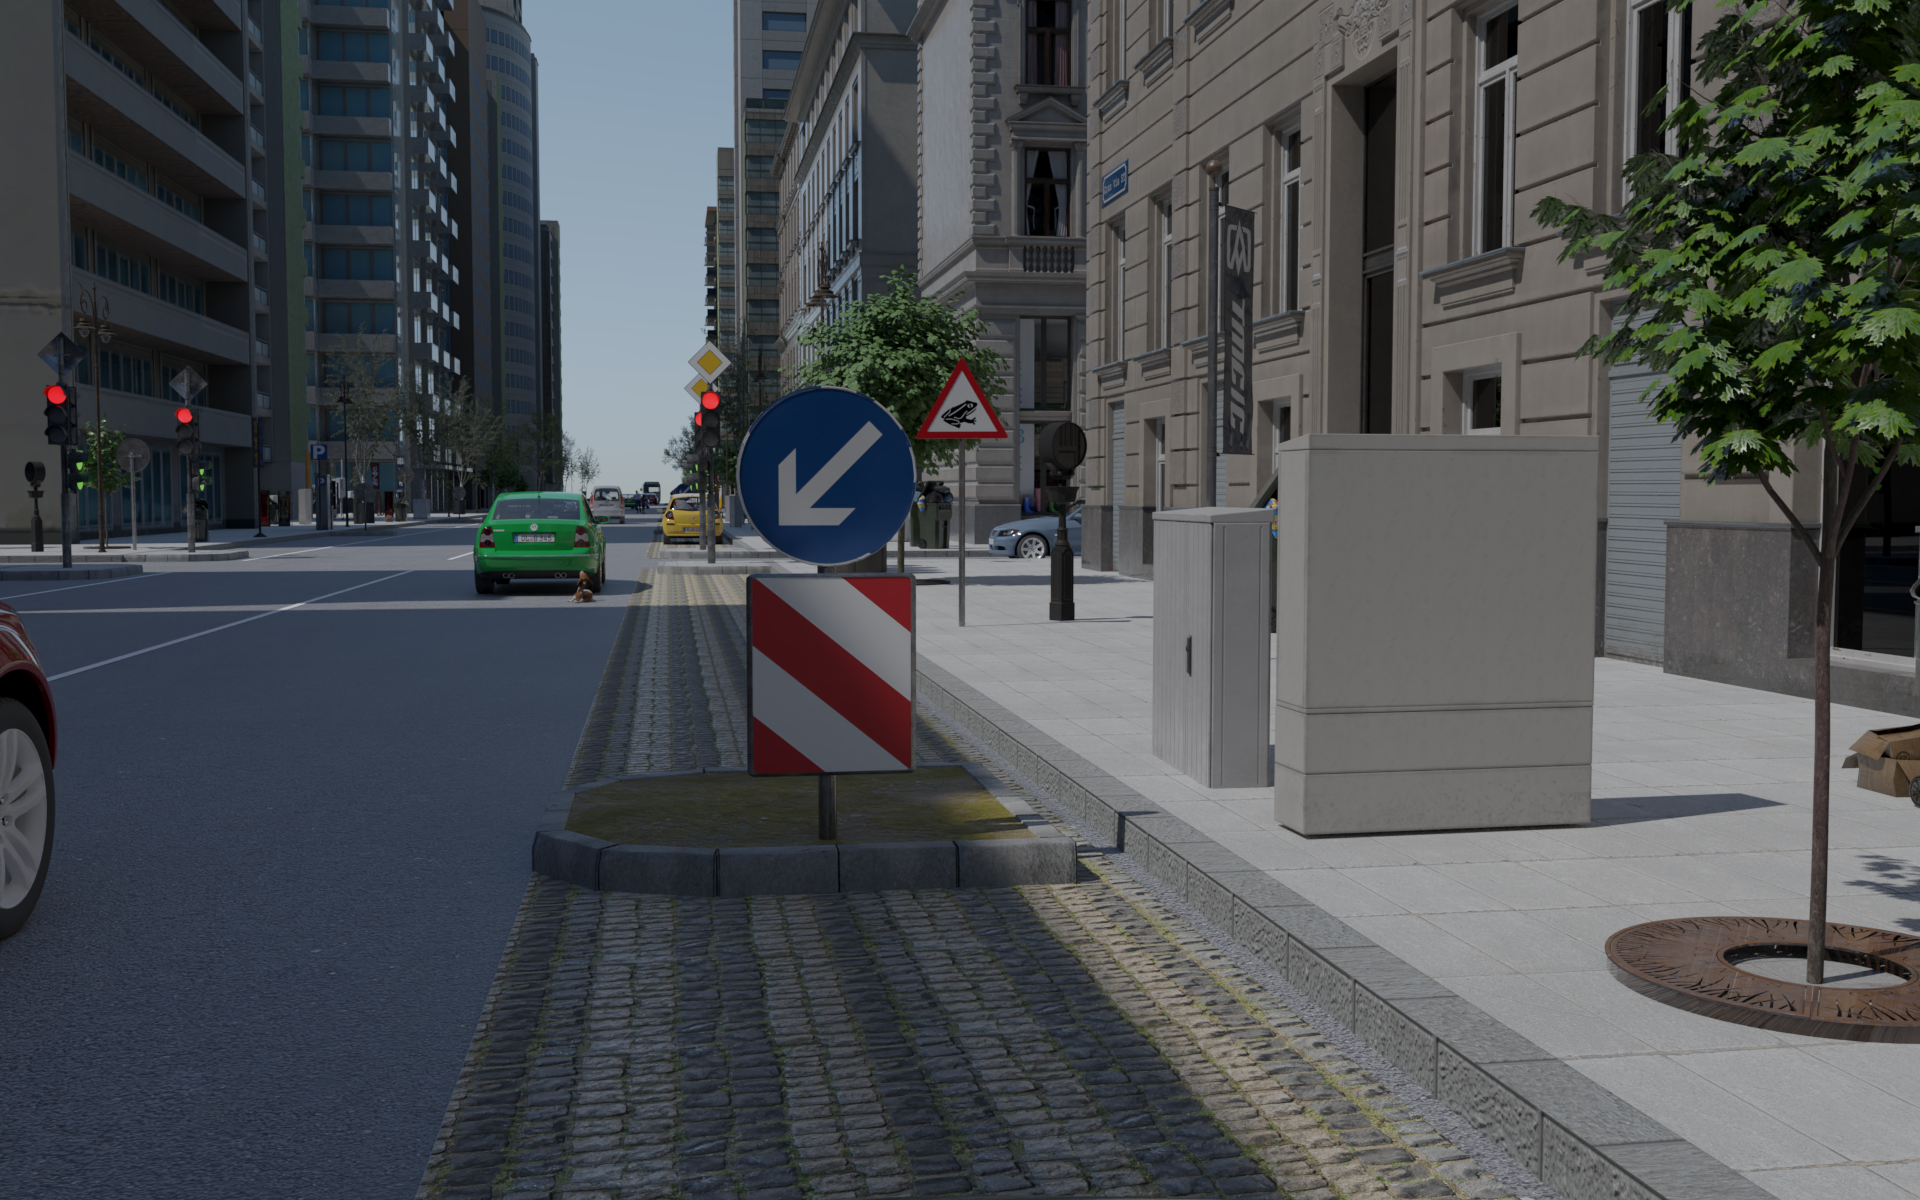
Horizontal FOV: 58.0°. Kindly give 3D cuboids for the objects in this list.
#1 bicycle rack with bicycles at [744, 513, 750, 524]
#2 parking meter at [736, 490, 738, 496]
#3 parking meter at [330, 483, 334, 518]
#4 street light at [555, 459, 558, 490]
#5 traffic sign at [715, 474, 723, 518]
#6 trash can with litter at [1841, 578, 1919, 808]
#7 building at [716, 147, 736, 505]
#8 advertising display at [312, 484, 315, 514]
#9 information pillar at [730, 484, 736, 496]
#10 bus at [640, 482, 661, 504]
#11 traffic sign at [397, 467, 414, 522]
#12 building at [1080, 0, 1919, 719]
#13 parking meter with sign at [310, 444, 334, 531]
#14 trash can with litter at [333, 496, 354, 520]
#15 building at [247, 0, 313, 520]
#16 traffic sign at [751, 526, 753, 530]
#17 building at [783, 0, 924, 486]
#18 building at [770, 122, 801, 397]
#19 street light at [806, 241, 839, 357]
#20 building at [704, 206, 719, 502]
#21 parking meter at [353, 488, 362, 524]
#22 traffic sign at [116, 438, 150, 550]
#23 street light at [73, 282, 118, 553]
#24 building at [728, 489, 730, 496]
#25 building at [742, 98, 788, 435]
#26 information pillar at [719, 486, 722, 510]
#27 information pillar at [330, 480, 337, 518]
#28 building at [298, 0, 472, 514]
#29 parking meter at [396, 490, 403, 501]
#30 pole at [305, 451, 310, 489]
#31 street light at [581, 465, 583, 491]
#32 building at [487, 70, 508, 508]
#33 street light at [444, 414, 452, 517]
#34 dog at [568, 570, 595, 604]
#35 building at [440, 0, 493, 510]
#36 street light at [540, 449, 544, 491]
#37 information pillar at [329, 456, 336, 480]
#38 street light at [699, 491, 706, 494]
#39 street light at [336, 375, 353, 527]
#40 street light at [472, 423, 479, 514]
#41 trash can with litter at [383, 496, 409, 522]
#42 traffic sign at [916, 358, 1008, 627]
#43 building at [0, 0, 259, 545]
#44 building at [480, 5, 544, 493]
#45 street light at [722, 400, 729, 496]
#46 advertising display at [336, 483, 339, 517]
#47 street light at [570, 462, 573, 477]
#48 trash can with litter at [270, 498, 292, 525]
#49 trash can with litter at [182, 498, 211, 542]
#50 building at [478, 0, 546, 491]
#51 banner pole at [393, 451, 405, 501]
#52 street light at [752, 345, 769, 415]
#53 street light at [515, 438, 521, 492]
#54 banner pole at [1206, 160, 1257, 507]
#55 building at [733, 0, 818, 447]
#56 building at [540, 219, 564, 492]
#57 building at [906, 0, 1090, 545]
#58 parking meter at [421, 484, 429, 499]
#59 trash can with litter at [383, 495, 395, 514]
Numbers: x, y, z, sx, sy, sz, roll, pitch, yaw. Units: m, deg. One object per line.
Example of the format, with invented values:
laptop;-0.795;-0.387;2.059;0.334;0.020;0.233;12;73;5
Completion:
bicycle rack with bicycles;-8.183;-3.786;75.276;2.852;0.926;2.925;-1;4;-17
parking meter;-14.604;-6.537;112.586;0.399;1.863;0.255;-3;4;-37
parking meter;-31.539;-4.946;86.576;0.255;1.863;0.399;1;4;22
street light;-45.497;-13.607;195.267;0.468;5.910;1.993;-1;4;-10
traffic sign;-12.887;-5.739;93.931;0.768;2.556;0.104;0;4;-6
trash can with litter;4.056;0.260;7.141;0.624;1.170;1.055;0;4;-7
building;-22.036;-32.072;207.973;14.154;41.232;14.086;-1;4;-10
advertising display;-41.063;-6.399;109.834;0.123;1.923;0.974;0;4;-4
information pillar;-13.922;-6.220;106.196;0.304;2.012;0.304;0;4;1
bus;-46.536;-16.255;260.630;2.948;3.499;13.247;-1;4;-12
traffic sign;-25.719;-4.908;80.348;0.768;2.556;0.104;0;4;-5
building;9.666;-13.507;18.096;12.463;27.353;25.104;-1;4;-10
parking meter with sign;-22.670;-4.000;61.666;0.543;3.016;1.738;-1;4;-12
trash can with litter;-30.410;-4.520;84.954;2.233;1.210;1.678;-2;4;-27
building;-39.801;-24.362;81.919;14.154;41.232;14.086;-1;4;-10
traffic sign;-7.484;-3.806;62.334;0.768;2.556;0.104;0;4;-2
building;1.290;-14.875;76.491;16.112;22.955;30.059;-1;4;-10
building;-4.347;-18.730;103.497;12.463;27.353;25.104;-1;4;-10
street light;-2.525;-3.612;31.840;0.468;5.910;1.993;-1;4;-10
building;-26.910;-36.978;259.218;22.147;44.769;28.867;-1;4;-10
parking meter;-25.631;-3.995;73.735;0.372;1.533;0.369;0;3;0
traffic sign;-18.886;-2.413;39.564;0.768;2.556;0.104;0;4;-2
street light;-18.845;-3.981;37.873;0.468;5.910;1.993;-1;4;-10
building;-13.401;-45.190;177.104;20.563;71.187;20.611;-1;4;-10
building;-9.366;-21.963;130.793;14.160;30.474;14.107;-1;4;-10
information pillar;-15.834;-7.542;114.670;0.183;3.616;0.504;-2;4;-25
information pillar;-33.935;-5.457;93.710;0.304;2.012;0.304;-2;4;-33
building;-48.524;-30.857;124.122;23.786;49.044;30.456;-1;4;-10
parking meter;-34.644;-6.034;107.064;0.372;1.533;0.369;0;3;0
pole;-30.893;-5.397;82.082;0.158;3.312;0.155;0;3;0
street light;-55.535;-17.243;254.701;0.468;5.910;1.993;-1;4;-10
building;-50.187;-29.205;161.093;14.154;41.232;14.086;-1;4;-10
street light;-28.970;-7.658;97.998;0.468;5.910;1.993;-1;4;-10
dog;-5.092;-0.175;23.062;0.550;0.427;0.748;2;4;27
building;-47.750;-30.389;146.965;14.600;45.320;14.200;-1;4;-10
street light;-41.916;-12.303;173.948;0.468;5.910;1.993;-1;4;-10
information pillar;-38.813;-7.085;107.192;0.183;3.616;0.504;1;4;22
street light;-19.058;-9.579;129.403;0.468;5.910;1.993;-1;4;-10
street light;-23.912;-5.788;67.418;0.468;5.910;1.993;-1;4;-10
street light;-31.629;-8.593;113.283;0.468;5.910;1.993;-1;4;-10
trash can with litter;-25.847;-4.156;79.331;1.055;1.170;0.624;-3;4;-36
traffic sign;0.018;-1.020;16.686;0.884;2.594;0.081;0;4;0
building;-34.855;-26.136;51.028;21.300;48.544;21.600;-1;4;-10
building;-62.084;-40.731;207.955;21.231;58.520;28.212;-1;4;-10
street light;-11.316;-6.813;84.180;0.468;5.910;1.993;-1;4;-10
advertising display;-35.275;-5.654;97.654;0.123;1.923;0.974;-3;5;-42
street light;-50.392;-15.416;224.841;0.468;5.910;1.993;-1;4;-10
trash can with litter;-28.477;-3.724;72.279;1.055;1.170;0.624;-2;4;-31
trash can with litter;-20.463;-2.146;46.479;0.624;1.170;1.055;-1;4;-17
building;-66.660;-48.517;231.508;20.563;71.187;20.611;-1;4;-10
banner pole;-32.271;-6.699;99.541;0.863;3.779;0.401;1;4;17
street light;-6.212;-4.964;53.949;0.468;5.910;1.993;-1;4;-10
street light;-36.782;-10.478;144.110;0.468;5.910;1.993;-1;4;-10
banner pole;2.051;-1.423;13.278;0.401;3.779;0.863;3;4;38
building;-9.266;-37.318;152.150;21.231;58.520;28.212;-1;4;-10
building;-65.210;-34.679;250.589;14.154;41.232;14.086;-1;4;-10
building;8.685;-13.496;49.540;19.941;23.489;11.050;-1;4;-10
parking meter;-31.425;-5.873;101.731;0.399;1.863;0.255;0;4;1
trash can with litter;-36.218;-6.041;109.829;2.233;1.210;1.678;-2;4;-24
